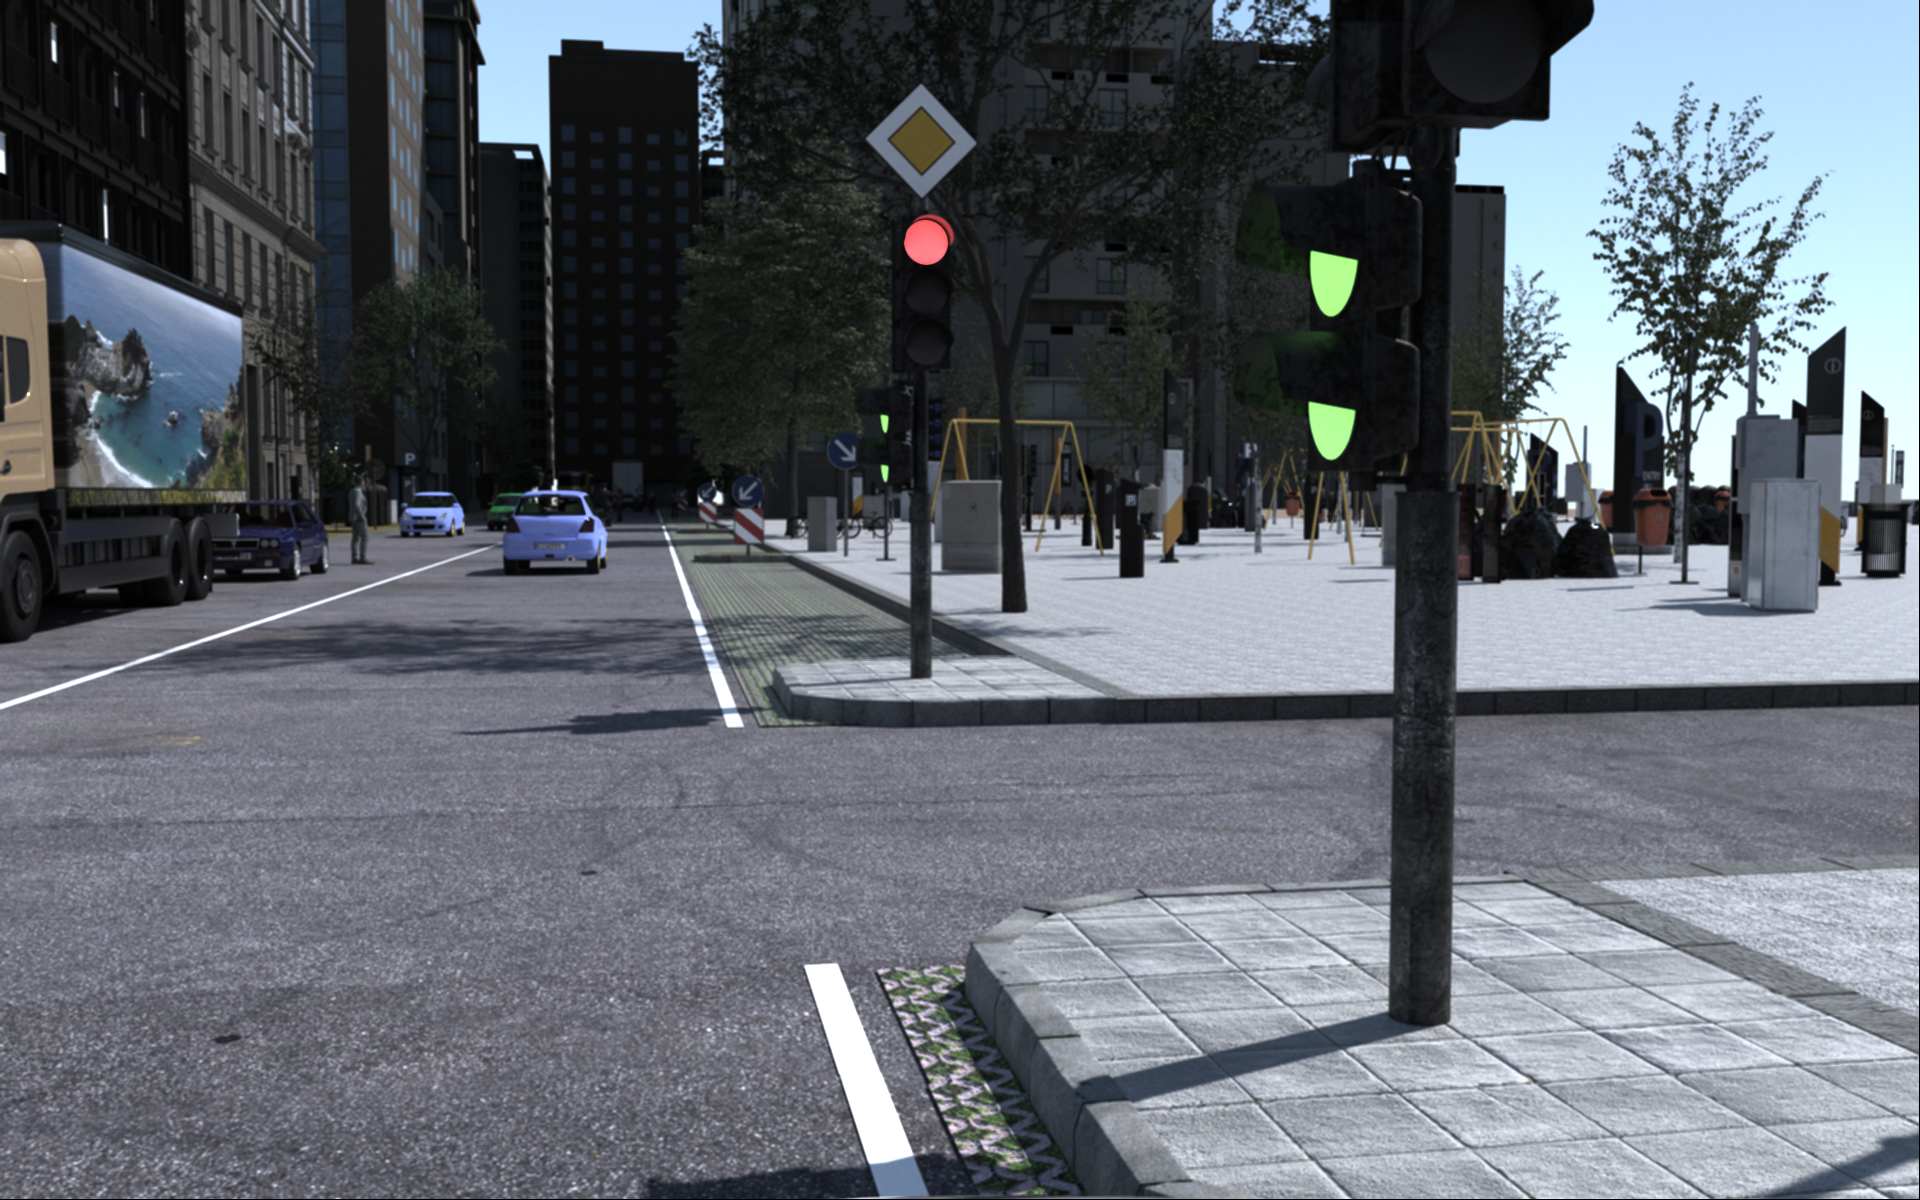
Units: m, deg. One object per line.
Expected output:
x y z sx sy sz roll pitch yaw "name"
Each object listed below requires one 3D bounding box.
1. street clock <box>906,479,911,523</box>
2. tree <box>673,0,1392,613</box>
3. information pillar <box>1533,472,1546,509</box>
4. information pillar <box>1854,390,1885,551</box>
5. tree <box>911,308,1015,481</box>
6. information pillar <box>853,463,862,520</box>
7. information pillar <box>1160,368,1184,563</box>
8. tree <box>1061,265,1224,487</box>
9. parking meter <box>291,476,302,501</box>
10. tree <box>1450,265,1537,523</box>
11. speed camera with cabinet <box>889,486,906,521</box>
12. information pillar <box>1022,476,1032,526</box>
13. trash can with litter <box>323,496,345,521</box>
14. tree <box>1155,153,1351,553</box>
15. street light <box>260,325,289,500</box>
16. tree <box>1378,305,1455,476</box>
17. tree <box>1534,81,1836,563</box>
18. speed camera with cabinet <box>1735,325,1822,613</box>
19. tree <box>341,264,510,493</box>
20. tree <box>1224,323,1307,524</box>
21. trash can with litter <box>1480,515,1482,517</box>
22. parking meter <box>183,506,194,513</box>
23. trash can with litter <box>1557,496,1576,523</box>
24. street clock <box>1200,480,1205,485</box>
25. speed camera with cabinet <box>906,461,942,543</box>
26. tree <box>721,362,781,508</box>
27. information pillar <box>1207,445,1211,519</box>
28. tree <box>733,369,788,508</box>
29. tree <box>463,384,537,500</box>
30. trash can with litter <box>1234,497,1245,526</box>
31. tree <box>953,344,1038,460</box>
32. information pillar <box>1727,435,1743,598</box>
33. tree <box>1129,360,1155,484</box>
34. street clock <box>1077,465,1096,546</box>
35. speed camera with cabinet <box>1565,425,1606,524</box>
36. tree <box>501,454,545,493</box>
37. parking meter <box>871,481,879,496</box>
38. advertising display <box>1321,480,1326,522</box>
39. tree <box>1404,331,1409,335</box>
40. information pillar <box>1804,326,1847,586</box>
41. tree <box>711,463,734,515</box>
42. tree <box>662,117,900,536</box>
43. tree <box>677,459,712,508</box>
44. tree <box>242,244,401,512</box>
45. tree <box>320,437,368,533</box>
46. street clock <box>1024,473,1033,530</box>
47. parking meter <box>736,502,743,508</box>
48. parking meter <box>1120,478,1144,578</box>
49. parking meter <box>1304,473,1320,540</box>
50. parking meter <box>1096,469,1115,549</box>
-2.153 -4.434 77.067 0.471 2.002 0.358 1 4 18 "street clock"
0.668 -5.166 18.879 8.767 10.594 7.601 1 4 9 "tree"
19.678 -3.325 58.862 0.304 2.012 0.304 -1 4 -12 "information pillar"
20.536 -2.919 39.086 0.504 3.616 0.183 1 4 11 "information pillar"
0.003 -7.112 66.646 4.360 8.622 3.978 0 3 0 "tree"
-5.068 -5.752 85.405 0.504 3.616 0.183 -1 4 -22 "information pillar"
3.979 -2.510 32.386 0.504 3.616 0.183 -3 5 -44 "information pillar"
5.446 -6.366 54.440 4.737 8.622 4.395 0 3 0 "tree"
-21.332 -3.059 55.721 0.255 1.863 0.399 0 4 -2 "parking meter"
17.269 -6.396 54.940 4.737 8.622 4.395 0 3 0 "tree"
-2.612 -5.359 81.963 0.660 3.252 2.038 -2 4 -33 "speed camera with cabinet"
2.719 -4.048 70.669 0.304 2.012 0.304 3 4 38 "information pillar"
-29.492 -4.297 81.647 1.055 1.170 0.624 -2 4 -28 "trash can with litter"
6.486 -5.321 37.364 4.360 8.622 3.978 0 3 0 "tree"
-18.755 -4.571 47.519 0.468 5.910 1.993 -1 4 -10 "street light"
10.505 -5.836 45.780 4.360 8.622 3.978 0 3 0 "tree"
13.583 -4.989 31.939 4.737 8.622 4.395 0 3 0 "tree"
9.269 -1.547 19.623 0.660 3.252 2.038 1 4 16 "speed camera with cabinet"
-24.169 -9.308 77.937 9.928 11.665 9.643 0 3 0 "tree"
13.133 -7.509 73.131 4.737 8.622 4.395 0 3 0 "tree"
28.439 -4.959 92.135 2.233 1.210 1.678 2 4 28 "trash can with litter"
-16.200 -1.698 36.168 0.372 1.533 0.369 0 3 0 "parking meter"
27.777 -4.138 78.720 2.233 1.210 1.678 0 4 1 "trash can with litter"
12.609 -5.232 90.112 0.358 2.002 0.471 1 4 19 "street clock"
-0.502 -3.170 46.171 0.660 3.252 2.038 -3 4 -37 "speed camera with cabinet"
-10.835 -8.430 88.190 4.360 8.622 3.978 0 3 0 "tree"
11.958 -5.618 83.205 0.183 3.616 0.504 0 4 -6 "information pillar"
-9.297 -8.061 82.153 4.737 8.622 4.395 0 3 0 "tree"
-30.257 -9.985 113.625 4.737 8.622 4.395 0 3 0 "tree"
11.221 -3.583 69.964 0.624 1.170 1.055 -1 4 -20 "trash can with litter"
1.819 -8.125 83.198 4.737 8.622 4.395 0 3 0 "tree"
9.776 -1.040 21.496 0.304 2.012 0.304 -1 4 -14 "information pillar"
10.220 -8.289 85.885 4.360 8.622 3.978 0 3 0 "tree"
3.137 -2.335 42.748 0.471 2.002 0.358 3 4 36 "street clock"
18.245 -3.437 50.525 0.660 3.252 2.038 3 4 37 "speed camera with cabinet"
-35.228 -9.477 138.666 4.285 4.588 4.351 0 3 0 "tree"
-3.928 -4.539 79.925 0.255 1.863 0.399 2 4 29 "parking meter"
16.364 -4.553 79.657 0.974 1.923 0.123 3 4 36 "advertising display"
17.770 -6.886 62.944 4.737 8.622 4.395 0 3 0 "tree"
12.119 -2.013 24.272 0.504 3.616 0.183 2 4 33 "information pillar"
-14.599 -6.899 107.401 1.663 3.219 1.824 0 3 0 "tree"
-4.714 -8.228 52.658 7.486 12.596 7.792 0 3 0 "tree"
-24.890 -10.932 162.452 4.285 4.588 4.351 0 3 0 "tree"
-19.266 -6.210 51.902 4.360 8.622 3.978 0 3 0 "tree"
-20.879 -3.863 57.756 1.663 3.219 1.824 0 3 0 "tree"
2.362 -3.371 59.682 0.358 2.002 0.471 0 4 7 "street clock"
-9.913 -4.441 78.326 0.399 1.863 0.255 -3 5 -41 "parking meter"
2.650 -1.117 26.674 0.372 1.533 0.369 0 3 0 "parking meter"
9.948 -2.644 48.933 0.399 1.863 0.255 -1 4 -17 "parking meter"
3.371 -2.111 40.225 0.399 1.863 0.255 -3 5 -40 "parking meter"
